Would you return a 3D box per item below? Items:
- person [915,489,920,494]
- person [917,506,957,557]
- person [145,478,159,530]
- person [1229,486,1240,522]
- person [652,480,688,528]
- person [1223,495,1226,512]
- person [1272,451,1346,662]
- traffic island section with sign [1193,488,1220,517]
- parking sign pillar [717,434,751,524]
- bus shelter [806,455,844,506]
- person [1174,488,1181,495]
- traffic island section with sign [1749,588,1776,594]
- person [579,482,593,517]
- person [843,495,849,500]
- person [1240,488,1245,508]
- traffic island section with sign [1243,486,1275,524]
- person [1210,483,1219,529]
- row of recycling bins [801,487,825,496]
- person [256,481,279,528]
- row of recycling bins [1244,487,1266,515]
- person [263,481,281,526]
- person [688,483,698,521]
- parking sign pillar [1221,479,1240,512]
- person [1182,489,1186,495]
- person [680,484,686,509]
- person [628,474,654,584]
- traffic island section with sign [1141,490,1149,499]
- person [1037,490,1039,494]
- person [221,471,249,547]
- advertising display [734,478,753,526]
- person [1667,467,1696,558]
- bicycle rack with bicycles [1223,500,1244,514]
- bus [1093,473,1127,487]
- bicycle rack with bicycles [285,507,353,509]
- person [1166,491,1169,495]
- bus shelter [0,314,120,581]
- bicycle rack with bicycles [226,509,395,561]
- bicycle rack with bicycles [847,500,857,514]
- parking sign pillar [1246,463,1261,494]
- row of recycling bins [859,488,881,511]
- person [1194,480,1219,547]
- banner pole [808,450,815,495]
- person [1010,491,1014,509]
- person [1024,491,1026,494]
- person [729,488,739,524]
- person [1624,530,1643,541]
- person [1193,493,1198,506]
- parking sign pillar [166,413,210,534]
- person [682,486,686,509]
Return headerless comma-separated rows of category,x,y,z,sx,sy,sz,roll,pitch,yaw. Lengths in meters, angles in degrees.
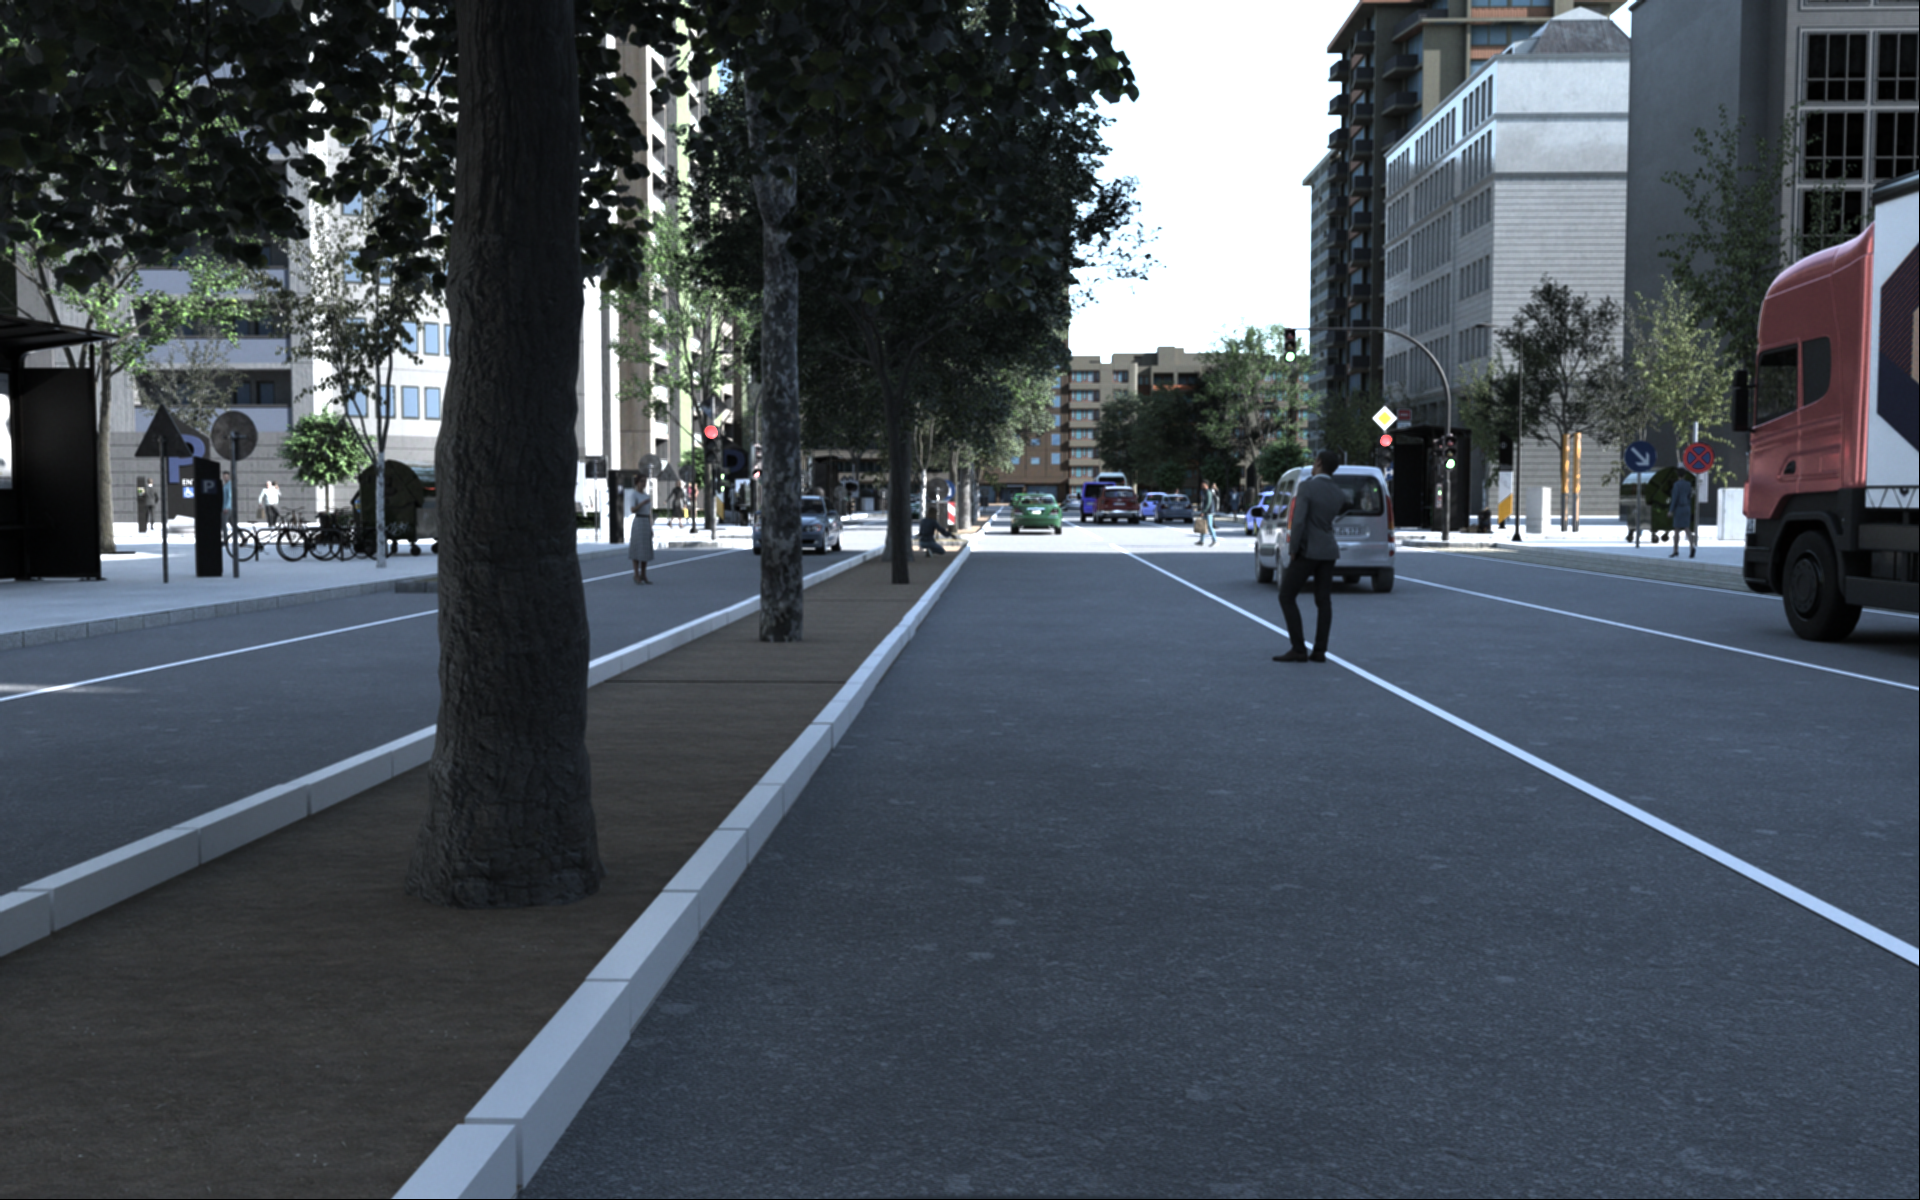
person,-3.010,-7.003,123.093,0.616,1.811,0.778,0,4,6
person,-0.671,-1.553,39.396,1.012,1.151,0.738,3,5,40
person,-29.249,-3.464,62.455,0.659,1.850,0.755,-2,4,-30
person,14.120,-4.908,88.767,0.581,1.822,0.654,3,5,45
person,-11.012,-3.607,65.231,1.509,1.804,0.699,-1,4,-9
person,17.708,-6.393,115.243,0.362,1.253,0.373,0,4,0
person,2.997,-0.376,14.823,0.592,1.802,0.473,-1,4,-16
traffic island section with sign,15.133,-6.082,108.061,1.989,1.847,2.006,0,4,2
parking sign pillar,-9.846,-5.310,75.286,1.447,3.967,1.447,0,4,-4
bus shelter,-8.352,-7.107,107.480,1.731,3.624,6.357,0,4,2
person,12.813,-5.690,101.883,0.532,1.782,0.716,1,4,14
traffic island section with sign,12.626,-1.005,25.059,1.989,1.847,2.006,0,4,2
person,-14.556,-3.715,67.049,0.850,1.792,0.678,3,5,41
person,-9.882,-8.637,147.251,1.348,1.826,0.705,-2,4,-24
person,25.448,-9.177,156.163,1.350,1.814,0.705,3,4,36
traffic island section with sign,14.318,-4.434,81.118,1.989,1.847,2.006,0,4,2
person,10.534,-3.918,71.918,0.474,1.900,0.648,0,4,8
row of recycling bins,-9.492,-5.754,101.194,3.534,1.692,1.069,2,4,24
person,-26.130,-3.596,65.324,0.782,1.767,0.515,-3,4,-36
row of recycling bins,18.789,-5.893,103.460,3.534,1.692,1.069,0,4,7
person,-27.447,-3.846,69.103,0.592,1.802,0.473,1,4,14
person,-12.799,-4.690,82.697,0.580,1.828,0.573,-1,4,-15
parking sign pillar,19.665,-8.402,125.839,1.447,3.967,1.447,0,4,-3
person,22.191,-10.082,171.433,0.434,1.755,0.990,-1,4,-15
person,-14.803,-5.340,93.468,0.709,1.813,0.853,-1,4,-22
person,-5.008,-1.129,27.524,0.524,1.755,0.480,2,4,29
traffic island section with sign,16.610,-9.080,157.092,1.989,1.847,2.006,0,4,2
person,8.205,-10.680,183.195,0.705,1.814,1.350,-2,4,-28
person,-17.798,-2.224,42.276,0.748,1.841,0.638,-1,4,-17
advertising display,-8.639,-3.914,69.207,0.974,1.923,0.123,3,5,40
person,14.588,-1.768,34.980,0.581,1.822,0.654,0,4,-7
bicycle rack with bicycles,18.128,-5.930,110.333,2.925,0.926,2.852,-1,4,-18
bus,13.366,-9.826,155.520,2.948,3.499,13.247,0,4,3
bicycle rack with bicycles,-17.621,-2.114,47.947,2.852,0.926,2.925,-1,4,-13
person,23.497,-11.511,195.717,0.415,1.643,0.593,-1,4,-15
bus shelter,-13.348,-1.917,22.628,1.731,3.624,6.357,0,4,2
bicycle rack with bicycles,-12.368,-1.250,33.826,2.925,0.926,2.852,1,4,10
bicycle rack with bicycles,-8.427,-6.107,113.229,2.852,0.926,2.925,-2,4,-33
parking sign pillar,21.587,-8.496,127.388,1.447,3.967,1.447,-2,4,-24
row of recycling bins,-6.760,-7.481,129.426,1.069,1.692,3.534,1,4,13
person,6.670,-2.353,46.959,0.713,1.824,0.794,1,4,18
banner pole,-8.471,-6.661,98.926,0.401,3.779,0.863,-3,4,-37
person,4.755,-8.919,155.112,0.721,1.735,1.217,0,4,7
person,7.169,-11.302,193.964,0.721,1.739,1.217,0,4,7
person,-9.508,-4.122,73.639,0.606,1.804,0.583,1,4,8
person,18.693,-2.536,47.771,0.793,1.790,0.793,0,4,-3
person,26.285,-11.252,190.732,1.217,1.735,0.721,1,4,14
parking sign pillar,-25.105,-4.153,56.368,1.447,3.967,1.447,-1,4,-20
person,-17.213,-6.244,108.309,0.661,1.801,0.590,1,4,17
